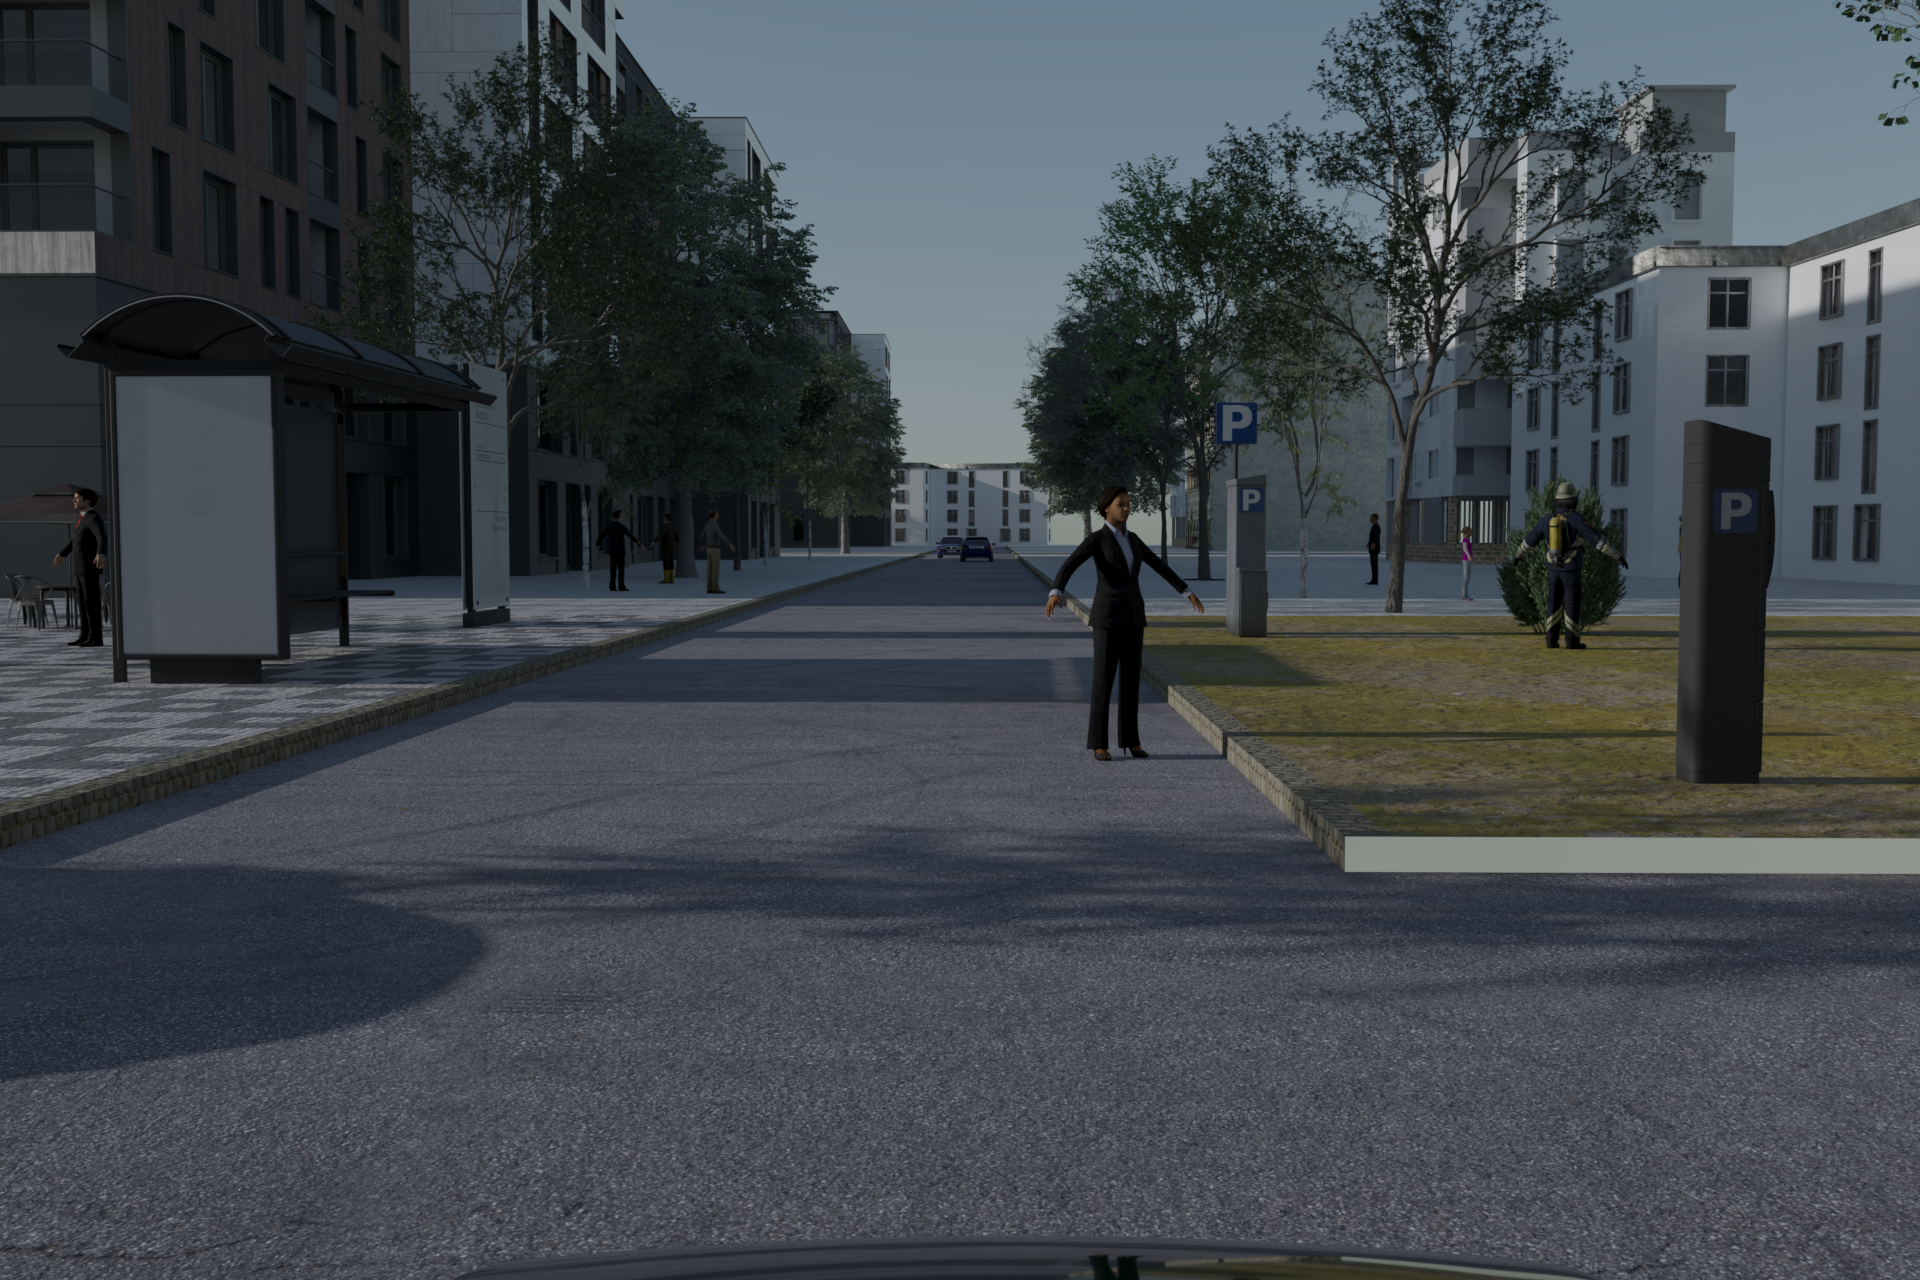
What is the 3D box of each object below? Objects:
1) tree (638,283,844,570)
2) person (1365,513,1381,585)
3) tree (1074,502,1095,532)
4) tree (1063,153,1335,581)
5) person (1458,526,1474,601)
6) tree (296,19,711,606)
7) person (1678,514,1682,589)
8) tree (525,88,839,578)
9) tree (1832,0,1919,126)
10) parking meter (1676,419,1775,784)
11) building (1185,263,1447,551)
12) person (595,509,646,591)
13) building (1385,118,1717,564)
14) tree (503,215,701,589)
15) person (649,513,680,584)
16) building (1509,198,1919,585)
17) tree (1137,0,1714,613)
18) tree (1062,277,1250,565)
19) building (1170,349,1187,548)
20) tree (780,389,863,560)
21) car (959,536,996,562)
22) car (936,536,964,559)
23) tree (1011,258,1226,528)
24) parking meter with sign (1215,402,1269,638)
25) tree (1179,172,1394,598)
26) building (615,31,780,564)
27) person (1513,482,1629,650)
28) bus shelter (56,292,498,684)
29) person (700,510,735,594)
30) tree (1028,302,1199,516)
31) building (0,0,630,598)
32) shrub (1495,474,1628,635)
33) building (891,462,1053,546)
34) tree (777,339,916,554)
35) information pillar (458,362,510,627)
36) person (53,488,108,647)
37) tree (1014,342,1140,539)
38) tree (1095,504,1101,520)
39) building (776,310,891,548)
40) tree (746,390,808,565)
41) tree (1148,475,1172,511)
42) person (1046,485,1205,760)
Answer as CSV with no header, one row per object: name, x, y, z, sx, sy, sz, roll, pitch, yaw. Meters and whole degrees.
tree,-7.700,-7.755,61.213,8.767,10.594,7.601,2,4,26
person,10.464,-2.302,43.865,0.704,1.802,1.346,0,4,8
tree,15.147,-15.409,202.307,4.360,8.622,3.978,0,3,0
tree,6.651,-7.454,47.623,9.928,11.665,9.643,0,3,0
person,9.796,-1.467,33.249,0.599,1.433,0.991,1,4,19
tree,-7.930,-5.895,30.803,7.601,10.594,8.767,-2,4,-33
person,17.043,-2.085,40.556,0.721,1.772,1.216,2,4,24
tree,-8.010,-8.785,50.294,9.857,13.997,8.962,0,3,0
tree,19.947,-10.489,27.389,12.611,20.169,13.585,0,3,0
parking meter,3.957,-0.198,8.956,0.399,1.863,0.255,0,4,2
building,29.011,-19.099,143.194,19.493,23.208,18.063,0,4,1
person,-7.677,-2.016,38.888,1.347,1.837,0.705,2,4,24
building,26.447,-14.001,85.332,16.016,20.090,11.380,0,4,1
tree,-8.889,-5.482,39.996,4.360,8.622,3.978,0,3,0
person,-7.587,-2.366,44.822,0.704,1.812,1.346,2,4,23
building,24.784,-6.636,50.638,9.099,9.664,28.070,0,4,1
tree,7.034,-5.698,27.571,8.767,10.594,7.601,0,4,2
tree,7.194,-7.873,63.134,7.601,10.594,8.767,-1,4,-23
building,26.272,-19.378,173.257,16.016,20.090,11.380,0,4,1
tree,-7.731,-8.329,86.537,4.360,8.622,3.978,0,3,0
car,0.892,-4.753,90.288,1.945,1.354,3.894,0,4,1
car,-0.448,-5.507,102.619,1.945,1.354,3.894,0,4,1
tree,7.300,-10.198,77.113,12.009,13.543,11.850,0,3,0
parking meter with sign,3.653,-1.586,22.195,0.543,3.016,1.738,0,4,0
tree,7.073,-5.152,34.592,4.360,8.622,3.978,0,3,0
building,-24.405,-14.628,83.138,27.936,21.610,32.646,0,4,0
person,6.776,-0.830,19.357,0.705,1.856,1.354,-3,5,-43
bus shelter,-6.445,-1.429,17.291,2.014,3.302,5.546,0,4,2
person,-5.290,-1.901,37.354,0.705,1.796,1.348,-3,5,-39
tree,8.283,-11.349,92.211,9.857,13.997,8.962,0,3,0
building,-27.065,-12.621,50.321,27.936,21.610,32.646,0,4,2
shrub,7.704,-1.110,22.190,1.661,2.075,1.752,0,3,0
building,-3.409,-15.848,203.723,28.070,9.664,9.099,1,4,10
tree,-7.426,-12.602,112.706,9.857,13.997,8.962,0,3,0
information pillar,-6.714,-2.029,24.492,0.184,3.620,1.656,0,4,2
person,-9.993,-0.831,19.780,1.347,1.806,0.705,3,5,43
tree,8.042,-12.354,108.649,9.857,13.997,8.962,0,3,0
tree,16.936,-15.131,197.750,4.737,8.622,4.395,0,3,0
building,-21.589,-20.232,174.776,27.936,21.610,32.646,0,4,0
tree,-7.948,-7.340,70.370,4.737,8.622,4.395,0,3,0
tree,26.222,-17.707,199.879,12.009,13.543,11.850,0,3,0
person,1.042,-0.111,10.992,1.216,1.740,0.721,-2,4,-31
